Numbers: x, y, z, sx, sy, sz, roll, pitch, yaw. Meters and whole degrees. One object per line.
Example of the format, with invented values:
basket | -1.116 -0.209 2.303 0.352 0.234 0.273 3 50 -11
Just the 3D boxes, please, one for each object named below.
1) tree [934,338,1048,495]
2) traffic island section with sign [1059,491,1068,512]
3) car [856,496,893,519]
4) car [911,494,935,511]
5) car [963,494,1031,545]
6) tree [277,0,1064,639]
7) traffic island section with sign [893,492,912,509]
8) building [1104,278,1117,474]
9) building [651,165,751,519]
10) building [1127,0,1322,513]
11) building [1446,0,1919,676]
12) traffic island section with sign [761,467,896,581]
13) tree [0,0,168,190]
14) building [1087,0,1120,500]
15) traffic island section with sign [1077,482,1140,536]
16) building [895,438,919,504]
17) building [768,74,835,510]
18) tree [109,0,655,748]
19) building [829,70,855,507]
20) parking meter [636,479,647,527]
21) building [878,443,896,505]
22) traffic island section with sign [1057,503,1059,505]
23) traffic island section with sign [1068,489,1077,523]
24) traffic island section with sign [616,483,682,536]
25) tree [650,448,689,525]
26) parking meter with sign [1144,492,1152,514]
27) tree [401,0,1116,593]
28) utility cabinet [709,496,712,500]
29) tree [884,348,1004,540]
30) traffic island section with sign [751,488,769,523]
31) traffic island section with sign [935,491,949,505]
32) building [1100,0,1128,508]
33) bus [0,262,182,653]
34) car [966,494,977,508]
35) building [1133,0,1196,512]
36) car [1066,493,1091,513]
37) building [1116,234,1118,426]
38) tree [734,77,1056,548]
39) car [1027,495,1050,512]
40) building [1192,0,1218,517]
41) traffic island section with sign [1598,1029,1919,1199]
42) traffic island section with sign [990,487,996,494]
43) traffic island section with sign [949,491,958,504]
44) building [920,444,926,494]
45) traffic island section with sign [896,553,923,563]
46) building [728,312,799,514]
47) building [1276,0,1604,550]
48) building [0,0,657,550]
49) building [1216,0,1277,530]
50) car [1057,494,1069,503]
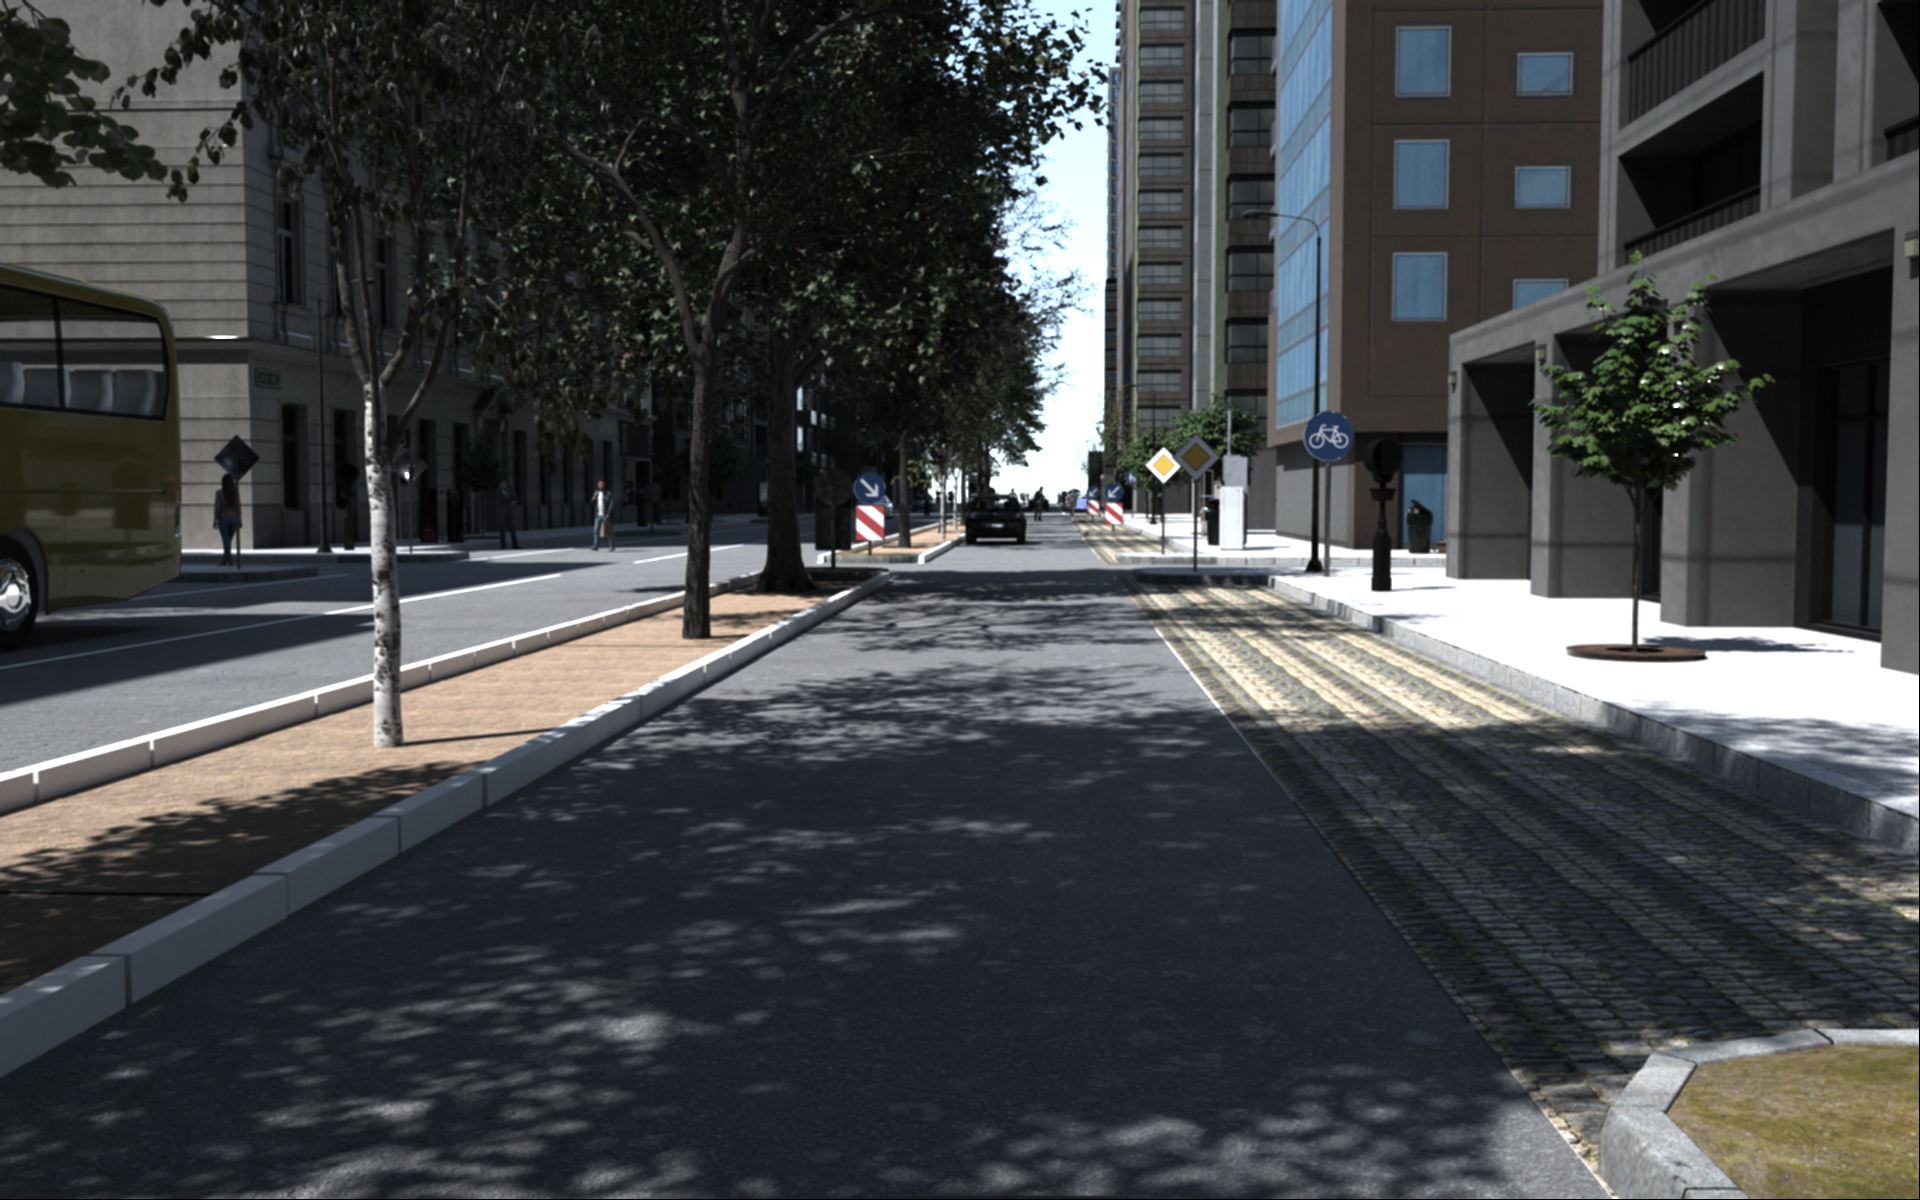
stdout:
tree | 1.541 -10.455 99.159 9.928 11.665 9.643 0 3 0
traffic island section with sign | 9.046 -7.827 136.604 1.989 1.847 2.006 0 4 3
car | -4.917 -5.355 99.918 2.083 1.381 4.827 0 4 3
car | -3.057 -8.123 144.811 2.014 1.417 4.499 0 4 3
car | 1.060 -2.488 50.469 2.009 1.686 4.222 0 4 2
tree | -2.642 -4.866 16.425 8.767 10.594 7.601 0 4 3
traffic island section with sign | -5.492 -9.523 164.335 1.989 1.847 2.006 0 4 3
building | 26.222 -28.129 231.616 14.160 30.474 14.107 0 4 3
building | -20.477 -18.452 95.196 14.314 27.812 24.014 0 4 3
building | 20.855 -30.111 142.418 14.600 45.320 14.200 0 4 3
building | 17.184 -35.204 13.843 20.563 71.187 20.611 0 4 3
traffic island section with sign | -2.221 -1.290 29.232 2.006 1.907 1.989 0 4 3
tree | -3.498 -5.046 3.093 7.486 12.596 7.792 0 3 0
building | 30.307 -57.495 252.714 22.319 86.520 31.000 0 4 3
traffic island section with sign | 5.144 -3.114 59.546 1.989 1.847 2.006 0 4 3
building | -16.844 -41.859 226.390 21.231 58.520 28.212 0 4 3
building | -22.905 -32.418 149.638 23.786 49.044 30.456 0 4 3
tree | -3.225 -3.454 9.287 4.360 8.622 3.978 0 3 0
building | -19.993 -33.750 175.518 21.300 48.544 21.600 0 4 3
parking meter | -12.544 -3.821 68.192 0.399 1.863 0.255 -1 4 -17
building | -15.200 -26.524 205.364 14.160 30.474 14.107 0 4 3
traffic island section with sign | 10.414 -9.474 163.525 1.989 1.847 2.006 0 4 3
traffic island section with sign | 6.511 -4.761 86.467 1.989 1.847 2.006 0 4 3
traffic island section with sign | -10.760 -3.152 60.159 1.989 1.847 2.006 0 4 3
tree | -12.040 -4.757 72.379 1.663 3.219 1.824 0 3 0
parking meter with sign | 12.360 -6.969 110.197 0.543 3.016 1.738 -2 4 -31
tree | -2.598 -6.458 25.058 9.611 12.733 9.660 0 3 0
utility cabinet | -12.803 -4.568 85.848 1.020 1.237 0.306 -2 4 -29
tree | -0.565 -6.204 54.252 4.737 8.622 4.395 0 3 0
traffic island section with sign | -9.396 -4.798 87.080 1.989 1.847 2.006 0 4 3
traffic island section with sign | -2.722 -12.878 219.185 1.989 1.847 2.006 0 4 3
building | 27.913 -47.353 212.470 20.563 71.187 20.611 0 4 3
bus | -9.822 -1.300 12.794 2.896 3.916 12.252 0 4 1
car | 1.619 -10.085 175.111 2.015 1.641 3.980 0 4 3
building | 19.910 -27.205 128.403 14.154 41.232 14.086 0 4 3
car | 9.121 -7.547 132.979 1.945 1.707 3.694 0 4 3
building | 23.310 -32.252 177.432 14.600 45.320 14.200 0 4 3
tree | -1.499 -8.126 45.682 12.009 13.543 11.850 0 3 0
car | 6.527 -8.013 143.585 1.945 1.354 3.894 0 4 3
building | 23.647 -33.869 95.754 21.231 58.520 28.212 0 4 3
traffic island section with sign | 2.308 0.338 3.097 1.989 1.847 2.006 0 4 3
traffic island section with sign | 1.948 -6.333 111.673 2.006 1.907 1.989 0 4 3
traffic island section with sign | -1.361 -14.525 246.106 1.989 1.847 2.006 0 4 3
building | -16.347 -38.401 251.560 21.300 48.544 21.600 0 4 3
traffic island section with sign | -1.837 -1.743 36.629 2.006 1.907 1.989 0 4 3
building | -22.373 -41.846 122.441 20.563 71.187 20.611 0 4 3
building | 16.089 -24.134 44.709 14.200 45.320 14.600 0 4 3
building | -23.127 -17.398 60.879 17.030 29.872 44.131 0 4 3
building | 16.867 -18.092 67.509 14.160 30.474 14.107 0 4 3
car | 15.078 -14.901 253.218 1.945 1.707 3.694 0 4 2
